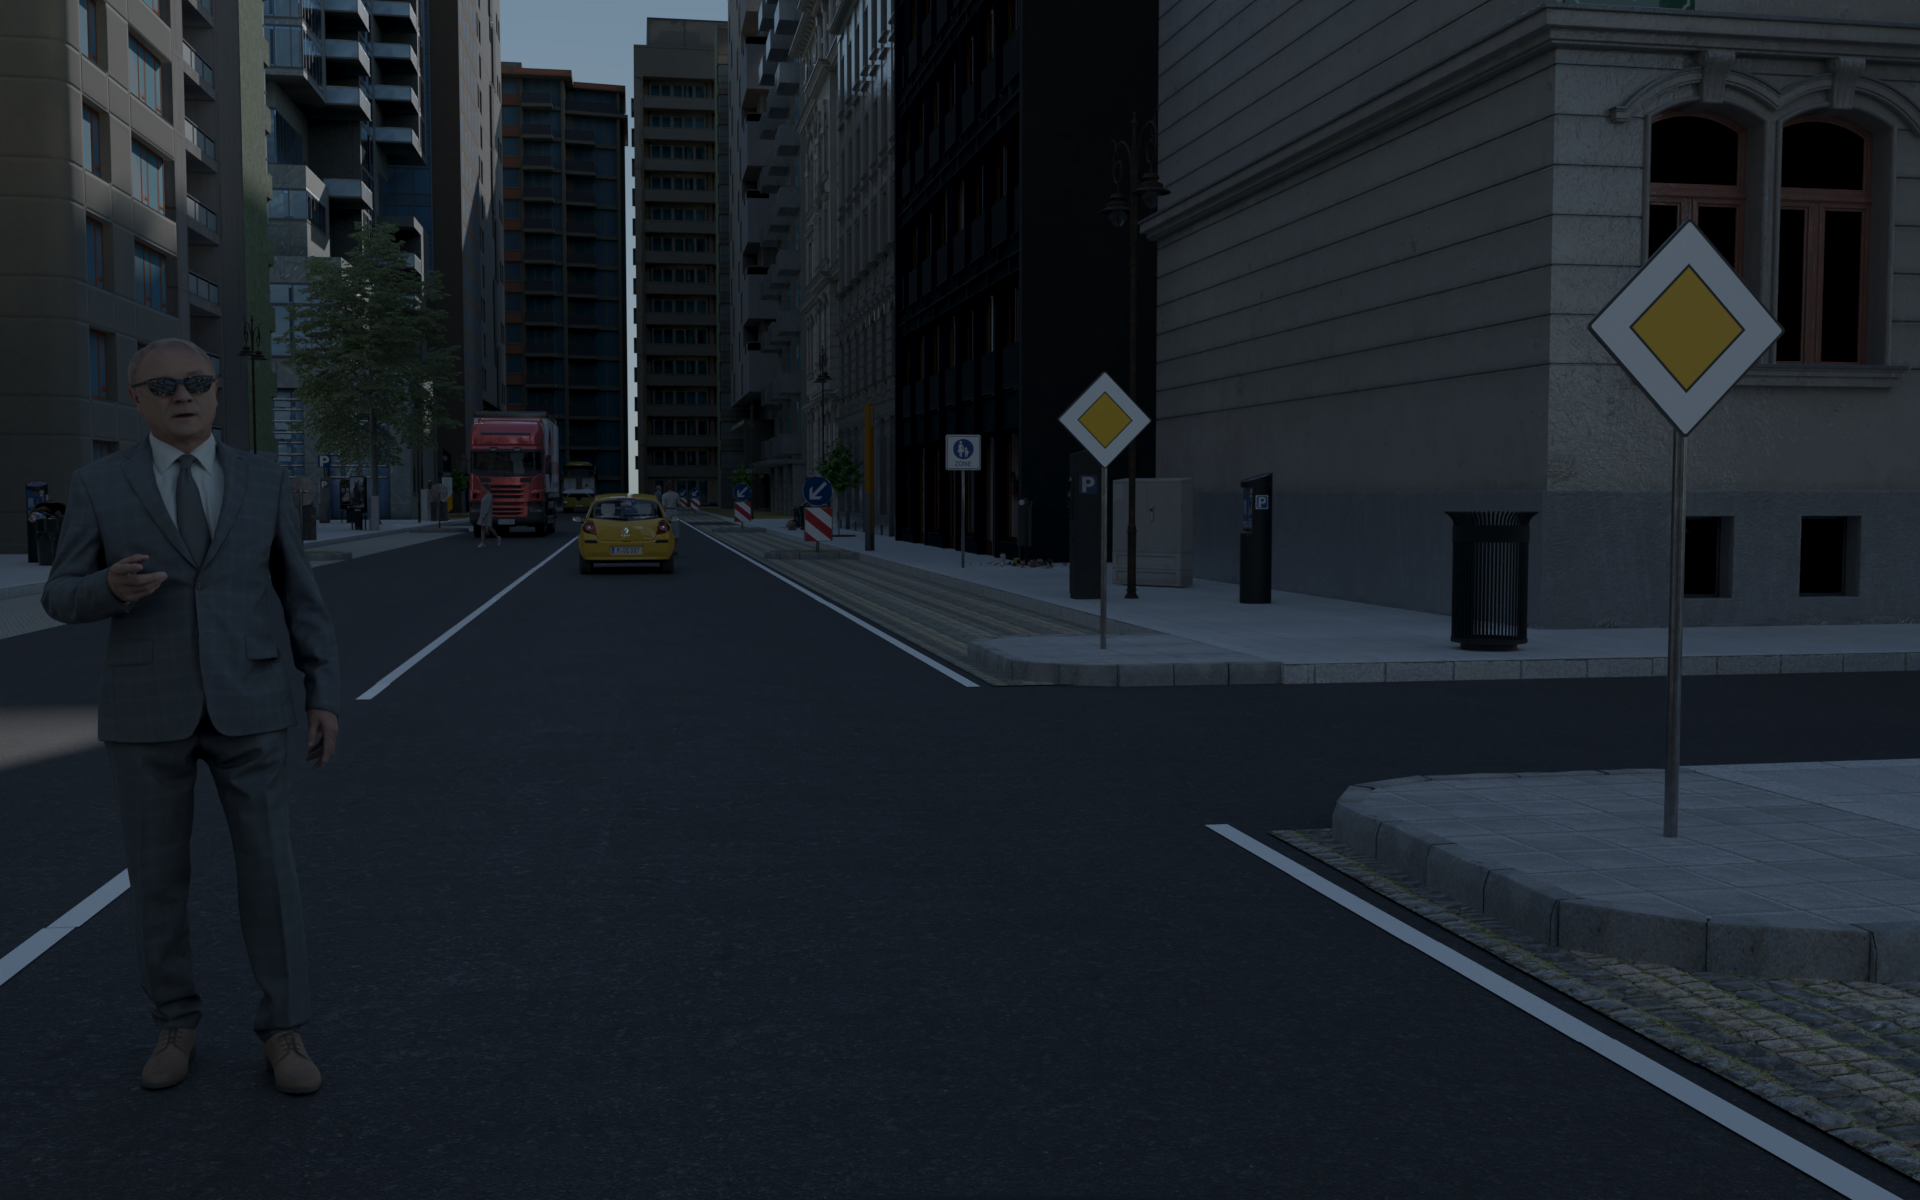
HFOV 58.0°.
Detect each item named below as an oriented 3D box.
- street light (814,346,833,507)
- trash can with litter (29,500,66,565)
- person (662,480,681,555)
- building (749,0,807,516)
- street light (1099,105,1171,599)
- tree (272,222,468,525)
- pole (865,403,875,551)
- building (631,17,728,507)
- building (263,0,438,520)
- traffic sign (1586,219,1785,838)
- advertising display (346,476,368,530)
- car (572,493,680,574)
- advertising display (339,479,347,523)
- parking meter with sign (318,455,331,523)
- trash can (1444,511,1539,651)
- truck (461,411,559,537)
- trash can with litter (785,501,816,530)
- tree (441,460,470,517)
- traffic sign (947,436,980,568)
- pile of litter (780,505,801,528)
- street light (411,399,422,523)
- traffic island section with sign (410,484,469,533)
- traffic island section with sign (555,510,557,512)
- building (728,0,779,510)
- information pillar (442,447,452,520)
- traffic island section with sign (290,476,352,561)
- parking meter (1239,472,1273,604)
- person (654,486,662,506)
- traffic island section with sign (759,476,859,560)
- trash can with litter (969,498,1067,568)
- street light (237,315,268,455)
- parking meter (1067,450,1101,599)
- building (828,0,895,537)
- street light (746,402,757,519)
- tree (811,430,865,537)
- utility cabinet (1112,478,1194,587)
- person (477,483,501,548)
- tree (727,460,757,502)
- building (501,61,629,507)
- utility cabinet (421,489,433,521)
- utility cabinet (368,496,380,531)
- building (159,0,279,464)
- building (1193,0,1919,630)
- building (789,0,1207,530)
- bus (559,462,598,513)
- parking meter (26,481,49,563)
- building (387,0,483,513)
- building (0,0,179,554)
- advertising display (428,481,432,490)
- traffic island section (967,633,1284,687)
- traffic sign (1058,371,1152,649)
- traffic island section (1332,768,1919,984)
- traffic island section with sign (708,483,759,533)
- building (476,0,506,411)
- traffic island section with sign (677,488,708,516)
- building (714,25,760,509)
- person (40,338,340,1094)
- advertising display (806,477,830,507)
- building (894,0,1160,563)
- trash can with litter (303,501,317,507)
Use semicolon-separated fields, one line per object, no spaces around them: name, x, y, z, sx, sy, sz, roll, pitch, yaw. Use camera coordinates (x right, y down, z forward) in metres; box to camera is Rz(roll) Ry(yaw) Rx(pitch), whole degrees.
street light;-4.275;-4.973;54.104;0.468;5.910;1.993;-1;4;-11
trash can with litter;-16.497;-1.221;31.345;0.624;1.170;1.055;-2;4;-28
person;-6.796;-1.935;40.702;0.480;1.755;0.524;-2;4;-26
building;-0.757;-29.844;107.557;23.786;49.044;30.456;-1;4;-11
street light;2.109;-2.956;21.123;0.468;5.910;1.993;-1;4;-11
tree;-24.479;-9.422;72.182;7.486;12.596;7.792;0;3;0
pole;-2.038;-2.764;39.029;0.158;3.312;0.155;0;3;0
building;-23.435;-34.163;182.259;21.600;48.544;21.300;-1;4;-11
building;-41.249;-47.975;97.070;22.319;86.520;31.000;-1;4;-11
traffic sign;2.659;-0.170;6.424;0.795;2.450;0.064;-1;4;-11
advertising display;-21.418;-3.452;61.647;0.974;1.923;0.123;3;5;39
car;-6.272;-1.366;32.553;2.015;1.641;3.980;-1;4;-11
advertising display;-27.034;-4.379;76.810;0.123;1.923;0.974;3;5;40
parking meter with sign;-28.217;-4.929;76.854;0.543;3.016;1.738;-1;4;-18
trash can;4.375;-0.162;14.301;0.748;1.137;0.748;0;3;0
truck;-15.641;-4.413;61.062;2.839;4.237;11.283;-1;4;-10
trash can with litter;-5.648;-3.052;61.285;1.055;1.170;0.624;-1;4;-15
tree;-28.738;-6.374;98.810;1.663;3.219;1.824;0;3;0
traffic sign;0.051;-1.705;30.005;0.606;2.300;0.079;-1;4;-9
pile of litter;-6.191;-3.220;66.611;1.719;0.858;1.176;1;4;22
street light;-24.369;-6.429;77.908;0.468;5.910;1.993;-1;4;-11
traffic island section with sign;-19.415;-3.426;64.648;1.989;1.847;2.006;-1;4;-11
traffic island section with sign;-33.565;-8.027;139.870;1.989;1.847;2.006;-1;4;-11
building;-3.961;-33.458;136.270;28.713;52.752;27.495;-1;4;-11
information pillar;-25.386;-5.769;85.679;0.504;3.616;0.183;-3;5;-40
traffic island section with sign;-14.335;-1.773;37.621;1.989;1.847;2.006;-1;4;-11
parking meter;3.475;-0.729;20.332;0.372;1.533;0.369;0;3;0
person;-12.125;-3.736;69.987;0.834;1.777;0.661;-2;4;-31
traffic island section with sign;-3.346;-1.829;38.530;1.989;1.847;2.006;-1;4;-11
trash can with litter;1.112;-1.208;30.812;1.678;1.210;2.233;-1;4;-8
street light;-18.274;-4.409;44.869;0.468;5.910;1.993;-1;4;-11
parking meter;1.520;-0.945;21.170;0.399;1.863;0.255;-1;4;-9
building;1.579;-12.717;57.073;9.793;20.994;18.267;-1;4;-11
street light;-10.480;-7.005;87.318;0.468;5.910;1.993;-1;4;-11
tree;-3.516;-3.517;52.099;1.663;3.219;1.824;0;3;0
utility cabinet;2.667;-0.940;24.049;1.173;1.500;0.318;3;5;43
person;-12.720;-2.288;46.653;0.466;1.731;0.760;2;4;25
tree;-12.562;-6.399;99.231;1.663;3.219;1.824;0;3;0
building;-48.603;-32.010;177.991;28.867;44.769;22.147;-1;4;-11
utility cabinet;-25.582;-4.556;83.177;0.318;1.500;1.173;0;4;-5
utility cabinet;-20.635;-3.045;60.952;0.306;1.237;1.020;-1;4;-23
building;-32.148;-22.917;58.291;14.154;41.232;14.086;-1;4;-11
building;15.266;-14.450;23.649;23.554;28.519;14.401;-1;4;-11
building;0.245;-17.770;77.929;14.401;28.519;23.554;-1;4;-11
bus;-29.621;-8.768;134.898;2.896;3.916;12.252;-1;4;-11
parking meter;-17.251;-1.467;32.404;0.372;1.533;0.369;0;3;0
building;-41.392;-28.816;121.252;14.600;45.320;14.200;-1;4;-11
building;-31.503;-11.227;28.600;27.650;21.520;28.899;-1;4;-11
advertising display;-25.905;-4.862;84.711;0.123;1.923;0.974;-1;4;-13
traffic island section;1.205;0.485;14.354;2.009;0.180;2.903;-1;4;-11
traffic sign;1.183;-0.650;14.272;0.795;2.450;0.064;-1;4;-11
traffic island section;2.680;0.965;6.506;2.009;0.180;2.903;-1;4;-11
traffic island section with sign;-8.330;-3.451;65.054;1.989;1.847;2.006;-1;4;-11
building;-51.860;-33.824;142.256;27.495;52.752;28.713;-1;4;-11
traffic island section with sign;-17.716;-6.504;114.973;1.989;1.847;2.006;-1;4;-11
building;-14.974;-28.904;156.175;14.154;41.232;14.086;-1;4;-11
person;-1.817;0.277;4.148;0.661;1.801;0.590;-2;4;-29
advertising display;-5.321;-3.656;64.985;0.974;1.923;0.123;1;4;23
building;5.719;-12.879;40.250;12.332;23.373;15.834;-1;4;-11
trash can with litter;-24.503;-3.278;64.984;0.624;1.170;1.055;-1;4;-16
